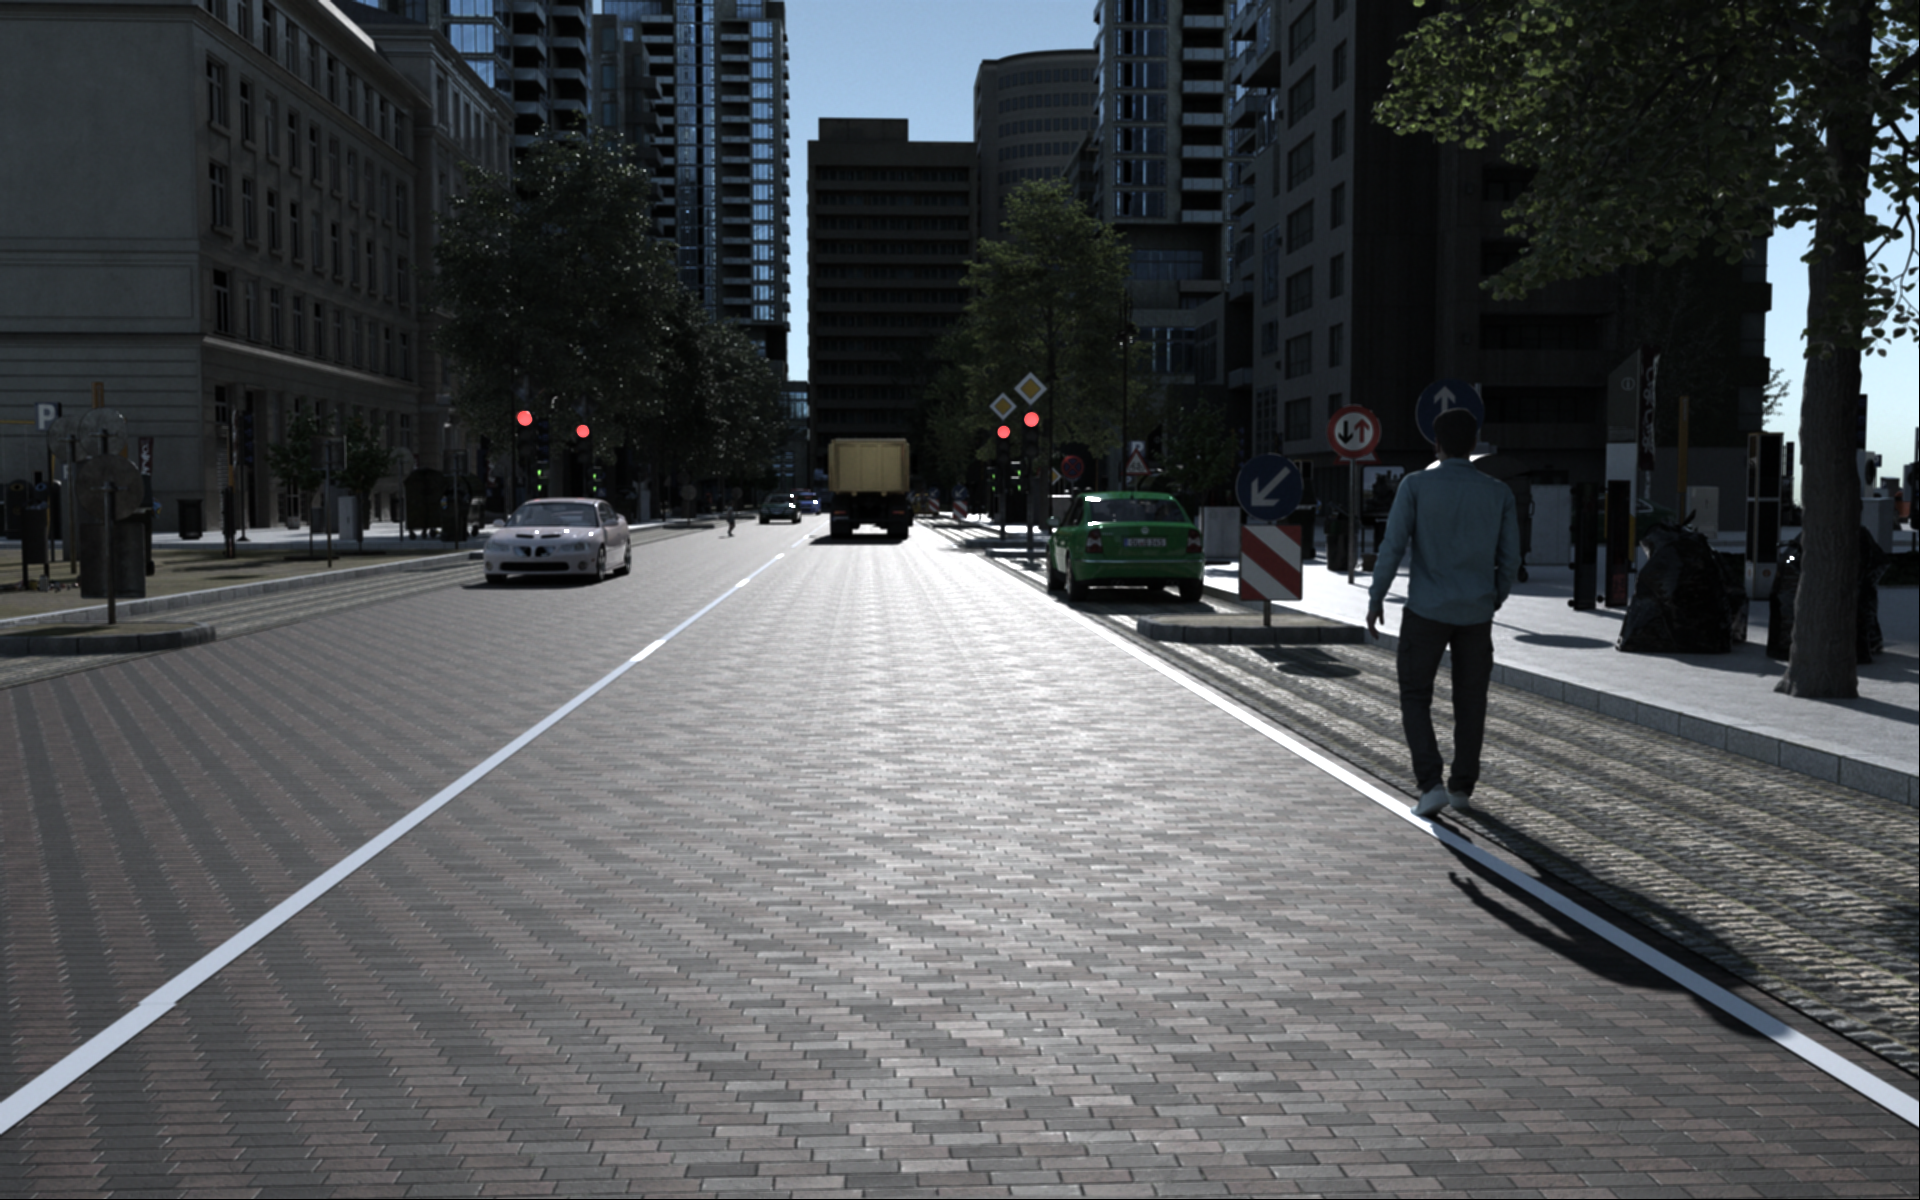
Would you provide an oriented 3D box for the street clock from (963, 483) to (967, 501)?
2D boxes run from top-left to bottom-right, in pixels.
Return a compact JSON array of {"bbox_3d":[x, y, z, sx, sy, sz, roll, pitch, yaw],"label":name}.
[{"bbox_3d":[0.422,-6.443,109.920,0.471,2.002,0.358,-1,4,-12],"label":"street clock"}]

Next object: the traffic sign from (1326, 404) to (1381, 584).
[{"bbox_3d":[5.602,-1.506,24.726,0.768,2.556,0.104,0,4,4],"label":"traffic sign"}]

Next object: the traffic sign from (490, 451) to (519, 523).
[{"bbox_3d":[-13.596,-3.163,51.721,0.884,2.594,0.081,0,4,0],"label":"traffic sign"}]

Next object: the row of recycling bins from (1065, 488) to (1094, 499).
[{"bbox_3d":[7.337,-6.681,116.350,3.534,1.692,1.069,1,4,21],"label":"row of recycling bins"}]

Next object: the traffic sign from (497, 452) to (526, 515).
[{"bbox_3d":[-13.813,-3.261,53.316,0.884,2.594,0.081,0,4,-2],"label":"traffic sign"}]

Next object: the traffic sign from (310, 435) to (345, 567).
[{"bbox_3d":[-11.025,-1.719,30.240,0.606,2.300,0.079,0,4,1],"label":"traffic sign"}]

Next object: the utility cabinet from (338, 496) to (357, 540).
[{"bbox_3d":[-17.255,-2.315,49.008,0.306,1.237,1.020,-3,5,-42],"label":"utility cabinet"}]

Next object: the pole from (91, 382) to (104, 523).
[{"bbox_3d":[-15.734,-2.315,31.688,0.158,3.312,0.155,0,3,0],"label":"pole"}]

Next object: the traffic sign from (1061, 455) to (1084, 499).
[{"bbox_3d":[3.675,-3.455,56.592,0.768,2.556,0.104,0,4,5],"label":"traffic sign"}]

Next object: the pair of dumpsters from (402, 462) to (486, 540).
[{"bbox_3d":[-14.972,-2.921,50.254,1.574,2.255,4.437,0,4,-3],"label":"pair of dumpsters"}]

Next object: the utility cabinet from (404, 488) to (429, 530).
[{"bbox_3d":[-19.139,-3.202,61.029,0.318,1.500,1.173,1,4,11],"label":"utility cabinet"}]

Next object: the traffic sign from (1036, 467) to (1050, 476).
[{"bbox_3d":[3.810,-4.760,77.939,0.768,2.556,0.104,0,4,5],"label":"traffic sign"}]

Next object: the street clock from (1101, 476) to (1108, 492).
[{"bbox_3d":[5.905,-4.054,70.855,0.358,2.002,0.471,0,4,-2],"label":"street clock"}]

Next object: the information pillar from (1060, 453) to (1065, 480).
[{"bbox_3d":[5.897,-6.626,99.685,0.183,3.616,0.504,2,4,34],"label":"information pillar"}]

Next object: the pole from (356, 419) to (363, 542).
[{"bbox_3d":[-16.011,-3.197,46.117,0.158,3.312,0.155,0,3,0],"label":"pole"}]

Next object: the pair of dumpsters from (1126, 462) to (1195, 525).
[{"bbox_3d":[6.108,-3.046,52.290,1.574,2.255,4.437,0,4,-3],"label":"pair of dumpsters"}]

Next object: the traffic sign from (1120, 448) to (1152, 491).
[{"bbox_3d":[4.961,-2.986,48.830,0.884,2.594,0.081,0,4,6],"label":"traffic sign"}]

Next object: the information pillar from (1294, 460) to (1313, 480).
[{"bbox_3d":[7.409,-2.015,37.430,0.304,2.012,0.304,-1,4,-19],"label":"information pillar"}]

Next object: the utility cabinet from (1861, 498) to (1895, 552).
[{"bbox_3d":[15.126,-1.090,28.982,0.306,1.237,1.020,-1,4,-11],"label":"utility cabinet"}]

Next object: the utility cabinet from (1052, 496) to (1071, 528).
[{"bbox_3d":[3.841,-3.380,66.419,1.020,1.237,0.306,0,4,5],"label":"utility cabinet"}]

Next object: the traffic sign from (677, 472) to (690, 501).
[{"bbox_3d":[-15.534,-5.946,97.327,0.768,2.556,0.104,0,4,6],"label":"traffic sign"}]

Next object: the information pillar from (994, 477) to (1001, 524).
[{"bbox_3d":[1.643,-4.217,73.437,0.304,2.012,0.304,-3,5,-44],"label":"information pillar"}]

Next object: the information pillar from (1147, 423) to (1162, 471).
[{"bbox_3d":[6.422,-4.021,57.098,0.504,3.616,0.183,0,4,-5],"label":"information pillar"}]

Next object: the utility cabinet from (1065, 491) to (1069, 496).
[{"bbox_3d":[6.499,-6.386,113.085,1.173,1.500,0.318,1,4,11],"label":"utility cabinet"}]

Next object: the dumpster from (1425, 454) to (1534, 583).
[{"bbox_3d":[7.660,-1.224,25.774,1.264,1.857,1.865,0,4,-3],"label":"dumpster"}]

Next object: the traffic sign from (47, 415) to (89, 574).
[{"bbox_3d":[-14.271,-1.694,27.810,0.768,2.556,0.104,0,4,1],"label":"traffic sign"}]

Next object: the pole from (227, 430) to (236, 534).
[{"bbox_3d":[-23.269,-3.760,55.323,0.158,3.312,0.155,0,3,0],"label":"pole"}]

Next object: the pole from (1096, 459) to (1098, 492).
[{"bbox_3d":[7.954,-6.560,101.105,0.158,3.312,0.155,0,3,0],"label":"pole"}]

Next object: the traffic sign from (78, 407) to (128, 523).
[{"bbox_3d":[-12.562,-1.546,25.391,0.768,2.556,0.104,0,4,5],"label":"traffic sign"}]

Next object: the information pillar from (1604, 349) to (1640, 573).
[{"bbox_3d":[10.795,-2.255,28.217,0.504,3.616,0.183,3,4,38],"label":"information pillar"}]

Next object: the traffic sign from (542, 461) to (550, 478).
[{"bbox_3d":[-15.777,-4.088,66.950,0.768,2.556,0.104,0,4,6],"label":"traffic sign"}]

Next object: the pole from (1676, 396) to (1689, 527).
[{"bbox_3d":[15.068,-2.587,36.133,0.158,3.312,0.155,0,3,0],"label":"pole"}]

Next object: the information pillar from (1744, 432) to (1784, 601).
[{"bbox_3d":[9.661,-0.999,20.823,0.304,2.012,0.304,0,4,4],"label":"information pillar"}]

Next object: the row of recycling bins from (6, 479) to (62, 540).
[{"bbox_3d":[-25.239,-2.542,48.668,3.534,1.692,1.069,1,4,15],"label":"row of recycling bins"}]

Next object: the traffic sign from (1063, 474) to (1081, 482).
[{"bbox_3d":[4.611,-4.344,71.131,0.768,2.556,0.104,0,4,3],"label":"traffic sign"}]

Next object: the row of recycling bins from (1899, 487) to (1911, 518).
[{"bbox_3d":[50.201,-5.215,92.374,3.534,1.692,1.069,-2,4,-29],"label":"row of recycling bins"}]

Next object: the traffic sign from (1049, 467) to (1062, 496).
[{"bbox_3d":[3.923,-4.416,73.389,0.795,2.450,0.064,0,4,2],"label":"traffic sign"}]

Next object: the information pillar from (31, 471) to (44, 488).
[{"bbox_3d":[-28.989,-3.057,54.474,0.304,2.012,0.304,-3,4,-37],"label":"information pillar"}]

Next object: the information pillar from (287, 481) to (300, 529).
[{"bbox_3d":[-24.214,-3.571,62.877,0.304,2.012,0.304,2,4,34],"label":"information pillar"}]

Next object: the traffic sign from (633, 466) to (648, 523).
[{"bbox_3d":[-14.343,-4.730,77.439,0.768,2.556,0.104,0,4,1],"label":"traffic sign"}]

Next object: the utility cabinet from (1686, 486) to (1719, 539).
[{"bbox_3d":[20.740,-2.436,48.504,1.173,1.500,0.318,-2,4,-31],"label":"utility cabinet"}]

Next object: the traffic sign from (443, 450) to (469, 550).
[{"bbox_3d":[-11.637,-2.315,39.987,0.606,2.300,0.079,0,4,6],"label":"traffic sign"}]

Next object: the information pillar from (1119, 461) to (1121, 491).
[{"bbox_3d":[11.331,-8.049,122.961,0.183,3.616,0.504,0,4,-2],"label":"information pillar"}]

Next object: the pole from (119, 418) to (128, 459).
[{"bbox_3d":[-22.435,-3.219,46.467,0.158,3.312,0.155,0,3,0],"label":"pole"}]

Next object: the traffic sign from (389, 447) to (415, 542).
[{"bbox_3d":[-15.094,-2.852,46.736,0.768,2.556,0.104,0,4,3],"label":"traffic sign"}]

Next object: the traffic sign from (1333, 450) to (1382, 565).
[{"bbox_3d":[7.164,-1.913,31.285,0.884,2.594,0.081,0,4,1],"label":"traffic sign"}]

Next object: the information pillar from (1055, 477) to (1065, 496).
[{"bbox_3d":[5.197,-5.165,88.940,0.304,2.012,0.304,1,4,22],"label":"information pillar"}]

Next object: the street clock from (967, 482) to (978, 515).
[{"bbox_3d":[0.861,-6.326,108.002,0.471,2.002,0.358,-3,4,-36],"label":"street clock"}]

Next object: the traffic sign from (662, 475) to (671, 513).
[{"bbox_3d":[-19.225,-7.001,114.465,0.884,2.594,0.081,0,4,-2],"label":"traffic sign"}]
